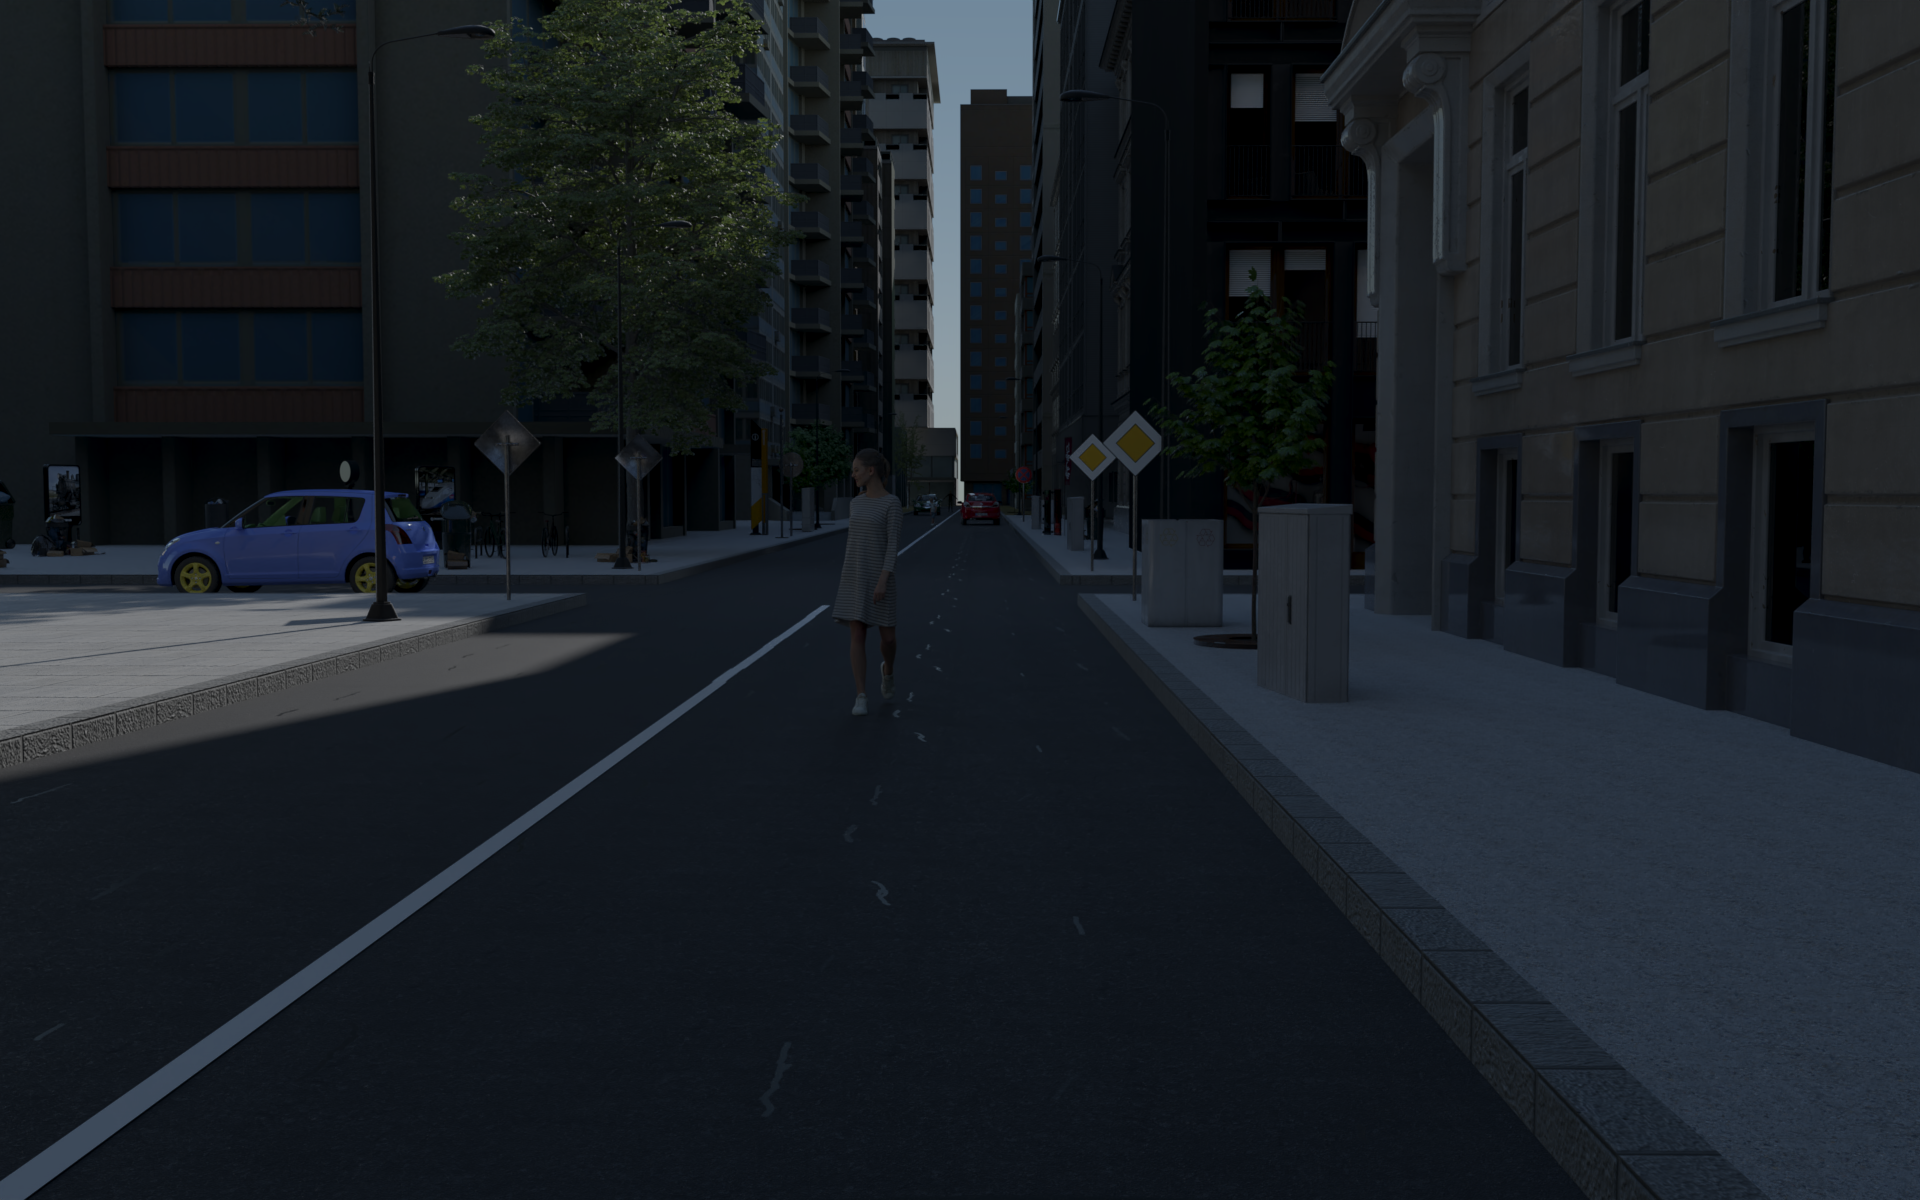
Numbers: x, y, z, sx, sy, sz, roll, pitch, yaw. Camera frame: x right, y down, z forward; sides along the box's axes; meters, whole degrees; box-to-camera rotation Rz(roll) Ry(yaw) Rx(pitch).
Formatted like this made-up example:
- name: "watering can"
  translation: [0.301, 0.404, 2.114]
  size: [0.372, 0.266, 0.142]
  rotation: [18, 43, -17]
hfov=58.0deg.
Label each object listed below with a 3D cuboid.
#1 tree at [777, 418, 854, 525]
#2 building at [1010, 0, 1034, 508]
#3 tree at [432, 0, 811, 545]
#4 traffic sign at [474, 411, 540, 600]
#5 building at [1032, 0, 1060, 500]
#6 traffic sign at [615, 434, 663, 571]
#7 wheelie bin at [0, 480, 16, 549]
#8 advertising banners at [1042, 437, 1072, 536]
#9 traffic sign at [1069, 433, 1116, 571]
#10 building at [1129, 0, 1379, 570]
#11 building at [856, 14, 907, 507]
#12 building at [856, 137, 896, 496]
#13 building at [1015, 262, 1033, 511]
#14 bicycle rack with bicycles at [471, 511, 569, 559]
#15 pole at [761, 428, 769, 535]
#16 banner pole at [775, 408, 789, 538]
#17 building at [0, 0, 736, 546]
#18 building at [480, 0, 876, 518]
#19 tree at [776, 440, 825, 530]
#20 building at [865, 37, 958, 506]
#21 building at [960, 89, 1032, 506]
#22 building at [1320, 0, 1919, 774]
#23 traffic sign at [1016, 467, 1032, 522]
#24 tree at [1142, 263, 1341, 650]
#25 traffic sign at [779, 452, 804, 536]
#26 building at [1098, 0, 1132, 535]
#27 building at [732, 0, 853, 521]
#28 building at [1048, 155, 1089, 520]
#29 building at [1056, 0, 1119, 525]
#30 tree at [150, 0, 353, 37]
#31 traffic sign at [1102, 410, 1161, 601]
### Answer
- name: "tree"
  translation: [-6.016, -5.464, 73.051]
  size: [4.285, 4.588, 4.351]
  rotation: [0, 3, 0]
- name: "building"
  translation: [15.259, -44.585, 167.219]
  size: [20.563, 71.187, 20.611]
  rotation: [0, 4, 1]
- name: "tree"
  translation: [-6.934, -7.207, 35.967]
  size: [7.486, 12.596, 7.792]
  rotation: [0, 3, 0]
- name: "traffic sign"
  translation: [-5.449, -1.054, 20.868]
  size: [0.795, 2.450, 0.064]
  rotation: [0, 4, 1]
- name: "building"
  translation: [15.939, -30.202, 117.508]
  size: [21.300, 48.544, 21.600]
  rotation: [0, 4, 1]
- name: "traffic sign"
  translation: [-5.348, -1.542, 28.852]
  size: [0.795, 2.450, 0.064]
  rotation: [0, 4, 1]
- name: "wheelie bin"
  translation: [-22.460, -1.981, 40.302]
  size: [0.980, 1.594, 0.693]
  rotation: [1, 4, 23]
- name: "advertising banners"
  translation: [3.024, -3.521, 53.758]
  size: [0.090, 3.025, 2.074]
  rotation: [-1, 4, -22]
- name: "traffic sign"
  translation: [2.195, -1.535, 28.737]
  size: [0.795, 2.450, 0.064]
  rotation: [0, 4, 1]
- name: "building"
  translation: [11.867, -12.528, 34.512]
  size: [15.834, 23.373, 12.332]
  rotation: [0, 4, 1]
- name: "building"
  translation: [-21.099, -52.185, 165.904]
  size: [31.000, 86.520, 22.319]
  rotation: [0, 4, 1]
- name: "building"
  translation: [-12.612, -22.526, 139.994]
  size: [14.160, 30.474, 14.107]
  rotation: [0, 4, 1]
- name: "building"
  translation: [18.639, -18.255, 143.504]
  size: [27.650, 21.520, 28.899]
  rotation: [0, 4, 1]
- name: "bicycle rack with bicycles"
  translation: [-9.032, -1.337, 35.244]
  size: [2.852, 0.926, 2.925]
  rotation: [-1, 4, -11]
- name: "pole"
  translation: [-6.071, -3.673, 53.889]
  size: [0.158, 3.312, 0.155]
  rotation: [0, 3, 0]
- name: "banner pole"
  translation: [-5.186, -3.702, 50.550]
  size: [0.401, 3.779, 0.863]
  rotation: [0, 4, -1]
- name: "building"
  translation: [-18.018, -24.466, 54.646]
  size: [22.147, 44.769, 28.867]
  rotation: [0, 4, 1]
- name: "building"
  translation: [-17.266, -28.351, 118.167]
  size: [22.147, 44.769, 28.867]
  rotation: [0, 4, 1]
- name: "tree"
  translation: [-5.546, -4.105, 61.714]
  size: [1.663, 3.219, 1.824]
  rotation: [0, 3, 0]
- name: "building"
  translation: [-14.132, -37.489, 202.187]
  size: [27.495, 52.752, 28.713]
  rotation: [0, 4, 1]
- name: "building"
  translation: [7.195, -33.328, 195.025]
  size: [14.200, 45.320, 14.600]
  rotation: [0, 4, 1]
- name: "building"
  translation: [10.633, -13.632, 8.782]
  size: [13.634, 28.700, 20.117]
  rotation: [0, 4, 1]
- name: "traffic sign"
  translation: [2.952, -4.899, 80.210]
  size: [0.768, 2.556, 0.104]
  rotation: [0, 4, 1]
- name: "tree"
  translation: [2.375, -1.229, 14.696]
  size: [1.663, 3.219, 1.824]
  rotation: [0, 3, 0]
- name: "traffic sign"
  translation: [-5.141, -3.217, 52.710]
  size: [0.768, 2.556, 0.104]
  rotation: [1, 4, 8]
- name: "building"
  translation: [10.013, -11.425, 51.429]
  size: [10.561, 19.102, 19.286]
  rotation: [0, 4, 1]
- name: "building"
  translation: [-22.034, -24.301, 89.204]
  size: [32.217, 40.220, 23.993]
  rotation: [0, 4, 1]
- name: "building"
  translation: [10.037, -15.015, 94.654]
  size: [9.793, 20.994, 18.267]
  rotation: [0, 4, 1]
- name: "building"
  translation: [11.669, -17.079, 72.755]
  size: [14.314, 27.812, 24.014]
  rotation: [0, 4, 1]
- name: "tree"
  translation: [-6.872, -6.065, 9.533]
  size: [12.009, 13.543, 11.850]
  rotation: [0, 3, 0]
- name: "traffic sign"
  translation: [2.094, -1.047, 20.753]
  size: [0.795, 2.450, 0.064]
  rotation: [0, 4, 1]
